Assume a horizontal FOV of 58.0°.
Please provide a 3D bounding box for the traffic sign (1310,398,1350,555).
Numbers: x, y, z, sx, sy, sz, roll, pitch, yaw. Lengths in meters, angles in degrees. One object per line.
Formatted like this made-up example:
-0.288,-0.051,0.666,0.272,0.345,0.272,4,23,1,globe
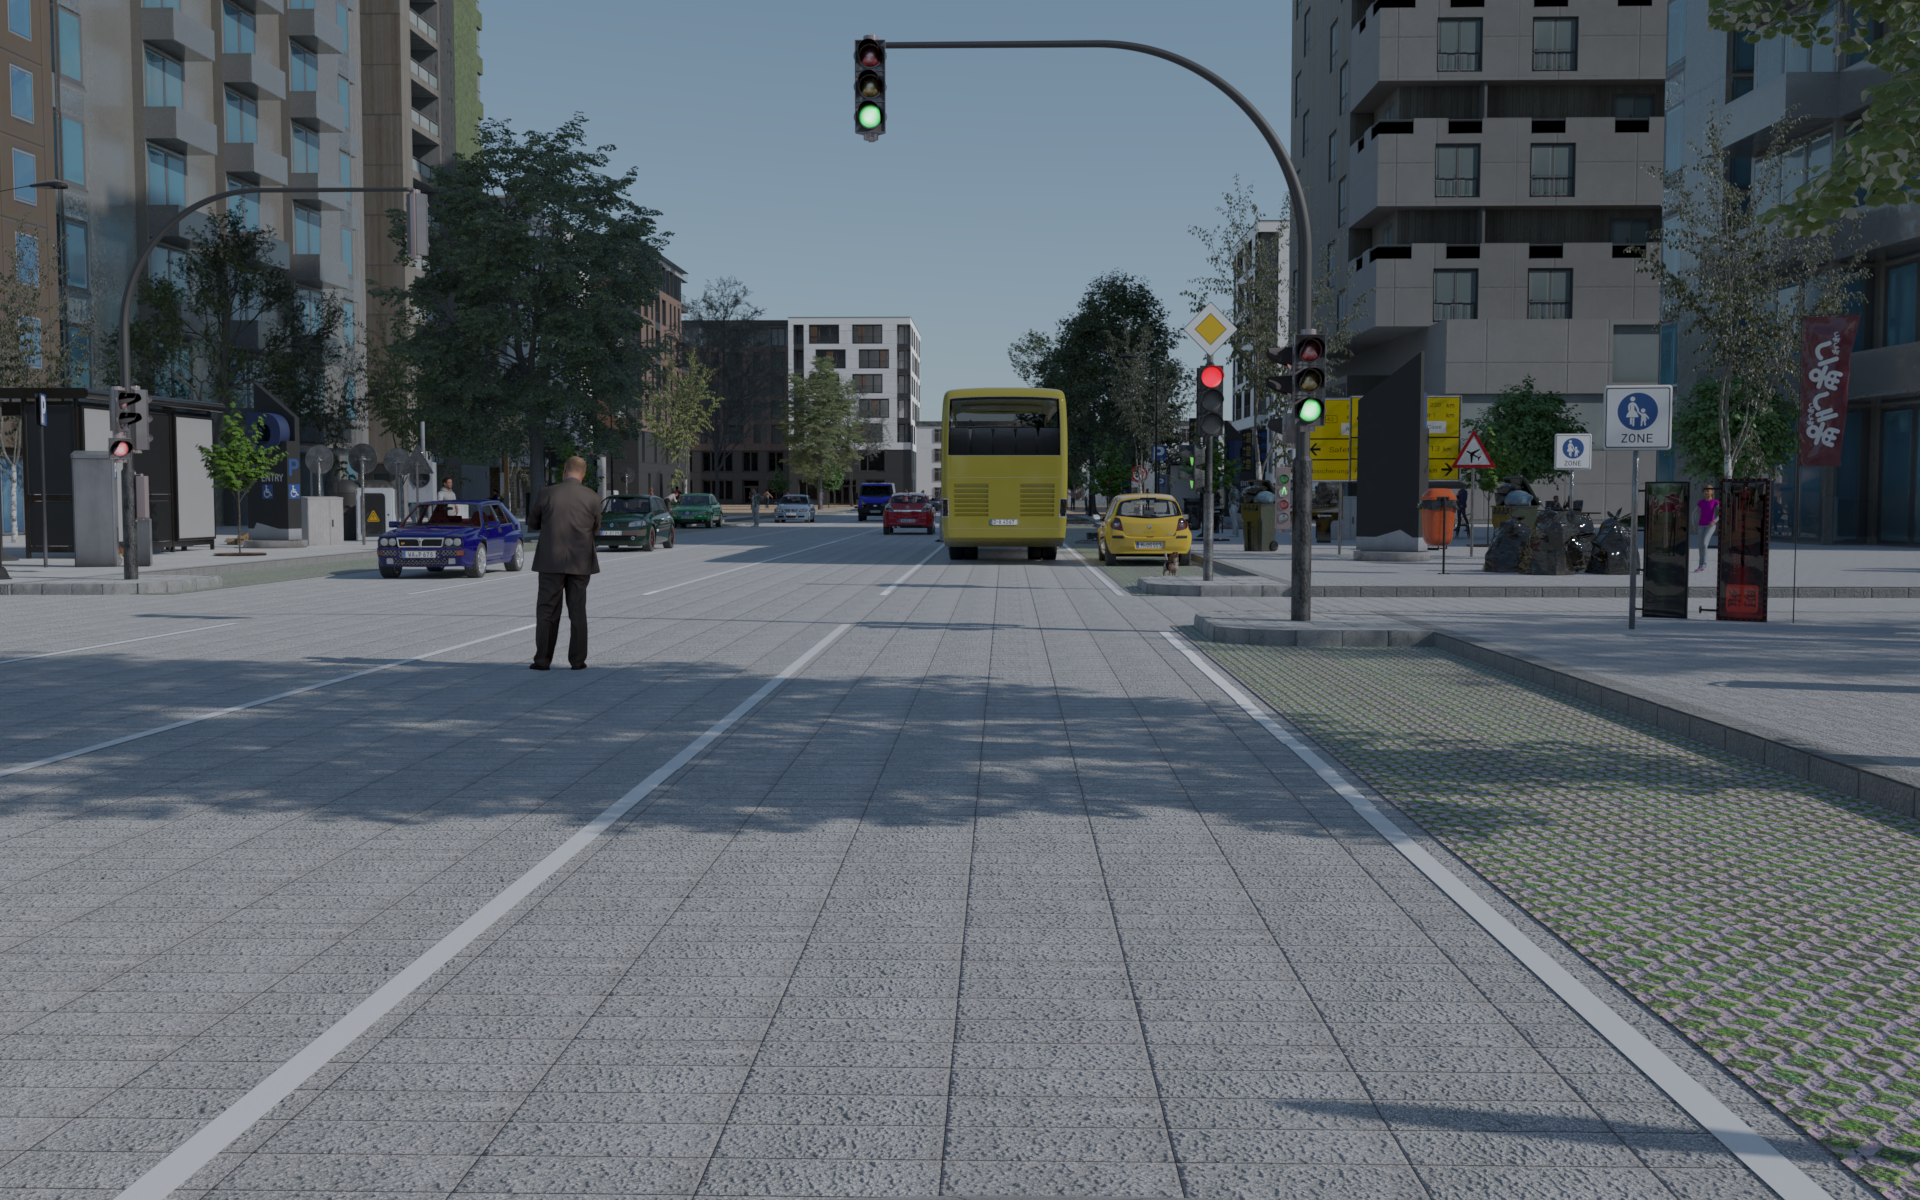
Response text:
8.368,-2.613,36.594,2.265,3.308,0.079,0,4,6,traffic sign

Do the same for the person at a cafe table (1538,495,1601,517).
18.632,-2.612,53.570,1.698,1.238,1.726,0,4,-3,person at a cafe table

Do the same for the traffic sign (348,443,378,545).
-14.998,-2.654,43.498,0.768,2.556,0.104,0,4,6,traffic sign

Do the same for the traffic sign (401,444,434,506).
-14.167,-2.766,45.228,0.884,2.594,0.081,0,4,6,traffic sign

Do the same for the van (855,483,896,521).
-4.411,-5.407,92.781,2.240,2.365,5.245,0,4,0,van

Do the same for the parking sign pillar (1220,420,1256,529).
10.284,-4.594,63.591,1.447,3.967,1.447,-3,4,-38,parking sign pillar

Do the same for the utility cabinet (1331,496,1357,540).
10.749,-2.276,48.369,1.020,1.237,0.306,0,4,-6,utility cabinet

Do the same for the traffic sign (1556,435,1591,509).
10.423,-1.676,29.528,0.606,2.300,0.079,0,4,4,traffic sign

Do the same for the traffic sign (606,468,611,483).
-17.095,-5.075,83.083,0.768,2.556,0.104,0,4,5,traffic sign

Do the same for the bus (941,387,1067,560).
0.988,-3.000,40.589,2.896,3.916,12.252,0,4,1,bus

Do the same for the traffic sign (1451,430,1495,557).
10.459,-2.162,35.346,0.884,2.594,0.081,0,4,4,traffic sign

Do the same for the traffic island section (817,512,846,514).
-9.444,-6.417,127.783,1.991,0.108,1.994,0,4,2,traffic island section

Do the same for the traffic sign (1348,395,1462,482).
9.153,-2.558,35.690,2.265,3.308,0.079,0,4,5,traffic sign

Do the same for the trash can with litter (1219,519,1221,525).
10.610,-3.723,72.260,0.624,1.170,1.055,-2,4,-26,trash can with litter

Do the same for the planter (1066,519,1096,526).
5.049,-3.438,77.346,1.991,0.319,1.994,0,4,2,planter

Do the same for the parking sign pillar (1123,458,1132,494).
9.247,-6.586,96.148,1.447,3.967,1.447,1,4,12,parking sign pillar

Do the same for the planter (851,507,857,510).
-8.718,-8.189,155.033,1.991,0.319,1.994,0,4,2,planter

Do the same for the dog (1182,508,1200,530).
8.475,-2.957,62.726,0.513,0.831,0.800,-2,4,-32,dog

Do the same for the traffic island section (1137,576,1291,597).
3.686,-0.202,25.587,2.009,0.180,2.903,0,4,2,traffic island section

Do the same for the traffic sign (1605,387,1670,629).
6.378,-0.871,16.374,0.606,2.300,0.079,1,4,11,traffic sign

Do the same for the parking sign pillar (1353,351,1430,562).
8.328,-2.744,33.330,1.447,3.967,1.447,3,5,39,parking sign pillar

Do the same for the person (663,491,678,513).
-13.117,-4.247,78.678,0.628,1.438,0.799,1,4,19,person

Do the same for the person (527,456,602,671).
-3.256,-0.307,14.213,0.600,1.739,0.565,3,5,44,person

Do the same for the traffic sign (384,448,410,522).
-15.518,-2.915,47.764,0.768,2.556,0.104,0,4,5,traffic sign

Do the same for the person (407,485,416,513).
-19.317,-3.326,61.151,0.376,1.734,0.841,-1,4,-15,person

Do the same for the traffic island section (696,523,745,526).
-10.757,-3.386,78.229,1.991,0.108,1.994,0,4,2,traffic island section

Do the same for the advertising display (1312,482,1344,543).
9.560,-2.461,45.453,0.974,1.923,0.123,1,4,22,advertising display

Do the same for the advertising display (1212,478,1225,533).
8.327,-3.137,56.511,0.123,1.923,0.974,3,5,42,advertising display

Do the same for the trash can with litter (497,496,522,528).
-17.337,-3.310,65.181,1.678,1.210,2.233,-1,4,-21,trash can with litter

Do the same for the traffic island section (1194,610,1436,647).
3.474,0.286,17.605,2.009,0.180,2.903,0,4,2,traffic island section

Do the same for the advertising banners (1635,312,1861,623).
7.861,-1.297,17.401,2.074,3.025,0.090,3,5,40,advertising banners

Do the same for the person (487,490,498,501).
-26.391,-5.476,97.942,0.453,1.535,0.546,3,5,40,person

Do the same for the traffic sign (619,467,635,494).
-15.829,-5.021,82.206,0.768,2.556,0.104,0,4,3,traffic sign

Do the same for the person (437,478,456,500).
-11.578,-1.873,39.275,0.789,1.805,0.875,2,4,24,person

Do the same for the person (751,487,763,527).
-8.963,-4.090,76.087,0.376,1.734,0.841,-2,4,-28,person

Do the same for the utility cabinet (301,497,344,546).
-15.887,-1.959,43.183,0.306,1.237,1.020,2,4,34,utility cabinet

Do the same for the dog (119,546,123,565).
-15.384,-0.894,31.455,0.540,0.507,0.406,-3,5,-41,dog

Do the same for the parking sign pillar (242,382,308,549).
-16.396,-3.234,41.353,1.447,3.967,1.447,2,4,24,parking sign pillar

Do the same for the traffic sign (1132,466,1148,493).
8.009,-4.724,77.340,0.768,2.556,0.104,1,4,10,traffic sign

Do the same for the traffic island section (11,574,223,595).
-12.470,-0.229,26.020,2.009,0.180,2.903,0,4,2,traffic island section

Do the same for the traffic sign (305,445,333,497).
-16.544,-2.729,44.722,0.768,2.556,0.104,0,4,8,traffic sign

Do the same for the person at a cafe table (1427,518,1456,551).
10.447,-1.789,40.117,1.726,1.238,1.698,2,4,26,person at a cafe table

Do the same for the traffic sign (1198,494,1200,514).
8.836,-3.913,64.084,0.768,2.556,0.104,0,4,5,traffic sign

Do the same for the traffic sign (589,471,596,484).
-15.849,-4.402,74.108,0.606,2.300,0.079,0,4,3,traffic sign

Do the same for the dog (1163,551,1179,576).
3.431,-0.543,28.162,0.540,0.507,0.406,3,5,44,dog

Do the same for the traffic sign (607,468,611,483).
-17.213,-5.139,84.134,0.768,2.556,0.104,0,4,8,traffic sign

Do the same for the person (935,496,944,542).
-0.478,-2.605,51.235,0.789,1.805,0.875,2,4,33,person

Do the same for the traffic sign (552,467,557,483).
-15.035,-3.845,64.997,0.606,2.300,0.079,1,4,11,traffic sign
